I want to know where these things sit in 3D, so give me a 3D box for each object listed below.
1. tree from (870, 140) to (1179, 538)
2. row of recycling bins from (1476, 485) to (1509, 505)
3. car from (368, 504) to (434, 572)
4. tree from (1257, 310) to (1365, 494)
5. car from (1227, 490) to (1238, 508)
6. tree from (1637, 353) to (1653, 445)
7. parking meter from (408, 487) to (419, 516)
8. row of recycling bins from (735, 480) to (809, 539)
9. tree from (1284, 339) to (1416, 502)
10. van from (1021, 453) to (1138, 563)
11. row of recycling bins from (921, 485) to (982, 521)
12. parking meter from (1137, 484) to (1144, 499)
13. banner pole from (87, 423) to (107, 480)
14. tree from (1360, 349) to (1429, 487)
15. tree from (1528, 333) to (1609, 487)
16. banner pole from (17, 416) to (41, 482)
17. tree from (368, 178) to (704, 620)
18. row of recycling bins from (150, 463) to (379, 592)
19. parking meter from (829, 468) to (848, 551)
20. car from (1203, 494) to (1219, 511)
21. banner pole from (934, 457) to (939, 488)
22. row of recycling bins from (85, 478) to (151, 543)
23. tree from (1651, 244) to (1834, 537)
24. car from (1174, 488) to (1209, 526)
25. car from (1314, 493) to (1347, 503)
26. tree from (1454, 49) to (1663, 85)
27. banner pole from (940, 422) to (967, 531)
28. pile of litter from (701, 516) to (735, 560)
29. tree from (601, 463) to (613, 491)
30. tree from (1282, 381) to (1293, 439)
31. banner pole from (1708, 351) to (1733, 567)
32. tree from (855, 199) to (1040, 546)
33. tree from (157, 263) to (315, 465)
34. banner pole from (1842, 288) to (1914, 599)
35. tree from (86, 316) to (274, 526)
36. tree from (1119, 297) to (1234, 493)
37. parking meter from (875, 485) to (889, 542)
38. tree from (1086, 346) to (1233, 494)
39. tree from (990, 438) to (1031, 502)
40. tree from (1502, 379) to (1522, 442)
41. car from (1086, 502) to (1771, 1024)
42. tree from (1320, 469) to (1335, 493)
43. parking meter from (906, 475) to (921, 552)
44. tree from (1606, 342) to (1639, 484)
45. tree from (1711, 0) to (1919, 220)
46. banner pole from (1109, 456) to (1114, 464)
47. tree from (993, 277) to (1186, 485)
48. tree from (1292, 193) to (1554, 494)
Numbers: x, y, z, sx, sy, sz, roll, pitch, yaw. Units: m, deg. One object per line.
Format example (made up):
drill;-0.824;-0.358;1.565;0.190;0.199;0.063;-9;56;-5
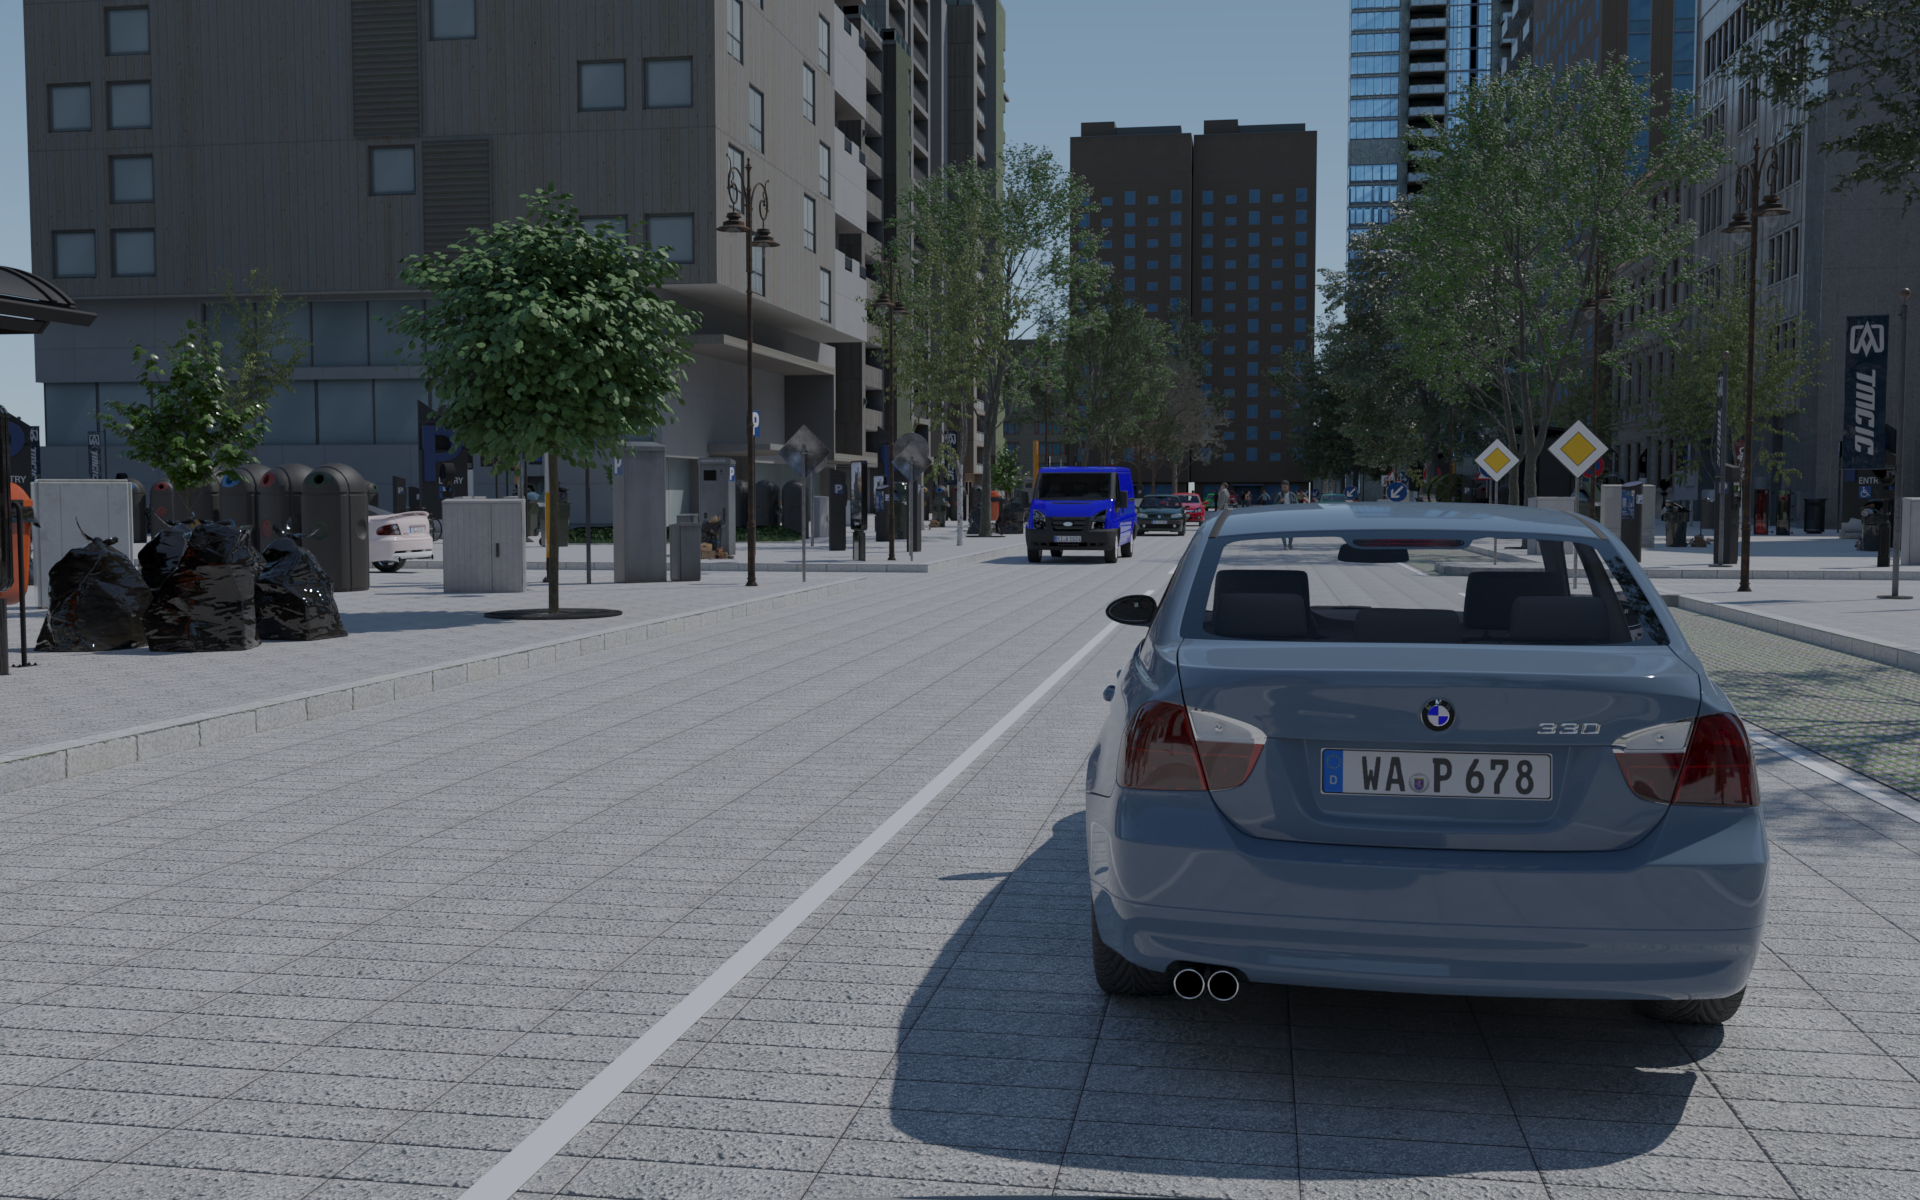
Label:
tree;0.917;-7.661;51.009;9.928;11.665;9.643;0;3;0
row of recycling bins;22.519;-4.213;76.000;3.534;1.692;1.069;1;4;17
car;-12.016;-1.168;31.467;4.827;1.381;2.083;1;4;11
tree;37.029;-19.725;178.386;12.611;20.169;13.585;0;3;0
car;27.689;-10.448;179.498;2.281;1.827;5.304;1;4;12
tree;26.417;-6.731;60.421;4.737;8.622;4.395;0;3;0
parking meter;-18.366;-3.052;58.306;0.372;1.533;0.369;0;3;0
row of recycling bins;-5.937;-2.631;50.126;3.534;1.692;1.069;2;4;26
tree;28.576;-12.718;124.945;9.611;12.733;9.660;0;3;0
van;2.684;-2.040;37.744;2.240;2.365;5.245;1;4;11
row of recycling bins;-0.550;-4.651;83.160;3.534;1.692;1.069;0;4;7
parking meter;10.505;-5.819;100.845;0.399;1.863;0.255;1;4;10
banner pole;-30.187;-4.328;60.775;0.863;3.779;0.401;0;4;5
tree;21.996;-8.349;86.872;4.737;8.622;4.395;0;3;0
tree;28.326;-7.842;78.582;4.737;8.622;4.395;0;3;0
banner pole;-30.052;-4.027;55.861;0.863;3.779;0.401;0;4;-5
tree;-4.374;-2.106;18.152;4.285;4.588;4.351;0;3;0
row of recycling bins;-9.425;-1.012;23.666;3.534;1.692;1.069;2;4;31
parking meter;-2.755;-2.045;39.146;0.399;1.863;0.255;-1;4;-15
car;21.649;-8.440;146.795;1.959;1.807;4.718;1;4;11
banner pole;-1.283;-6.835;101.766;0.401;3.779;0.863;-3;5;-41
row of recycling bins;-21.391;-2.351;45.549;3.534;1.692;1.069;-1;4;-17
tree;23.015;-6.141;50.769;4.737;8.622;4.395;0;3;0
car;10.159;-4.239;78.344;2.155;1.783;4.494;1;4;9
car;20.326;-5.235;94.388;1.959;1.807;4.718;1;4;10
tree;13.436;-6.993;40.088;9.928;11.665;9.643;0;3;0
banner pole;-0.171;-4.278;59.957;0.863;3.779;0.401;-1;4;-18
pile of litter;-5.135;-1.256;34.501;1.176;0.858;1.719;-2;4;-24
tree;-11.560;-3.960;59.348;1.663;3.219;1.824;0;3;0
tree;31.732;-14.505;143.818;9.857;13.997;8.962;0;3;0
banner pole;13.439;-2.483;30.609;0.401;3.779;0.863;1;4;12
tree;-0.240;-5.651;42.756;4.737;8.622;4.395;0;3;0
tree;-22.571;-6.372;54.537;4.737;8.622;4.395;0;3;0
banner pole;11.278;-1.911;21.262;0.863;3.779;0.401;2;4;28
tree;-8.306;-1.488;18.936;1.663;3.219;1.824;0;3;0
tree;20.411;-19.187;169.593;12.611;20.169;13.585;0;3;0
parking meter;-2.087;-2.338;46.636;0.372;1.533;0.369;0;3;0
tree;15.449;-13.912;137.823;12.009;13.543;11.850;0;3;0
tree;1.676;-3.977;59.628;1.663;3.219;1.824;0;3;0
tree;32.352;-8.998;97.485;4.737;8.622;4.395;0;3;0
car;1.469;0.362;6.092;2.014;1.417;4.499;1;4;10
tree;35.608;-13.229;166.659;4.360;8.622;3.978;0;3;0
parking meter;-1.022;-2.003;38.459;0.255;1.863;0.399;1;4;15
tree;28.881;-7.239;68.724;4.737;8.622;4.395;0;3;0
tree;9.171;-4.765;12.326;7.601;10.594;8.767;1;4;20
banner pole;9.100;-6.982;104.170;0.401;3.779;0.863;-1;4;-17
tree;4.869;-8.325;70.532;8.767;10.594;7.601;2;4;25
tree;19.383;-10.067;71.258;9.857;13.997;8.962;0;3;0
